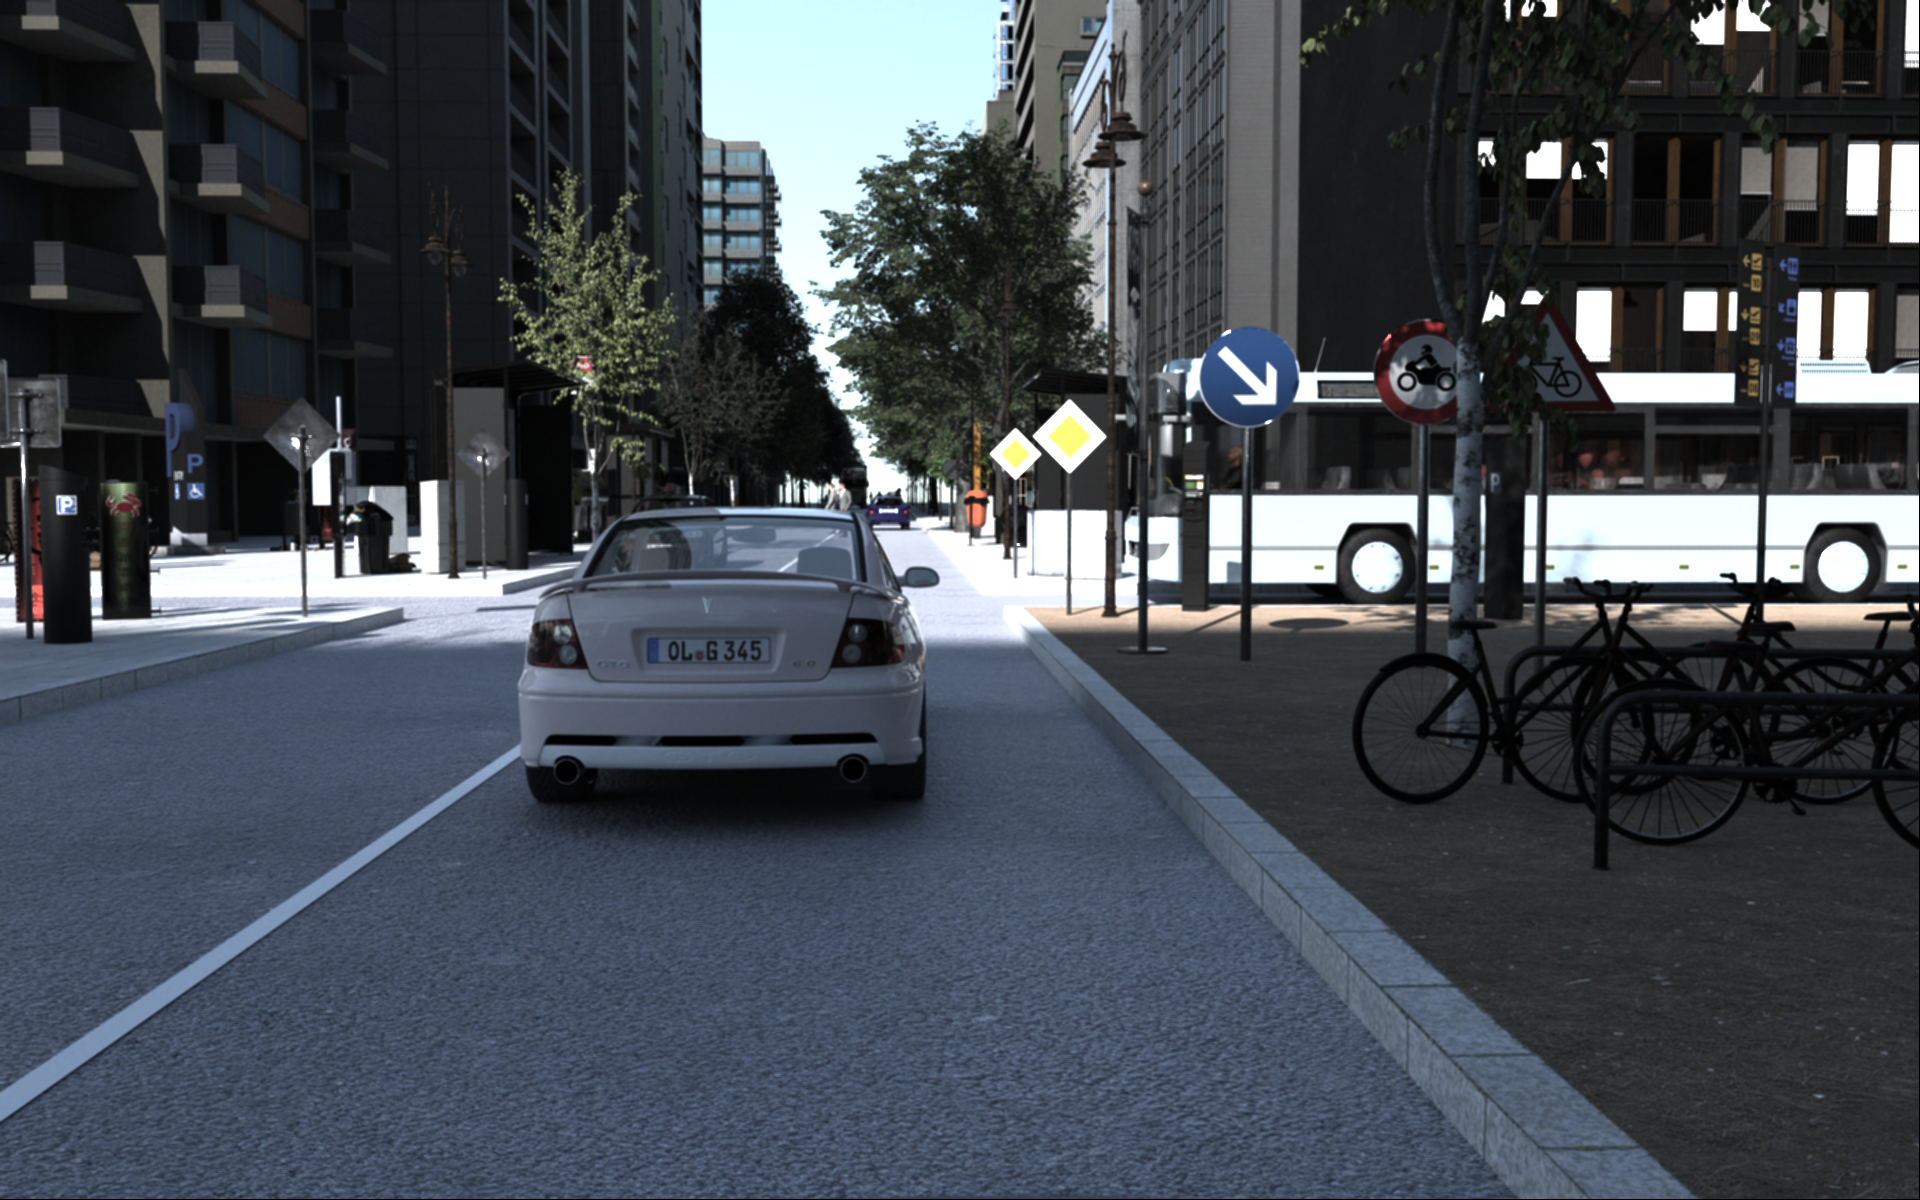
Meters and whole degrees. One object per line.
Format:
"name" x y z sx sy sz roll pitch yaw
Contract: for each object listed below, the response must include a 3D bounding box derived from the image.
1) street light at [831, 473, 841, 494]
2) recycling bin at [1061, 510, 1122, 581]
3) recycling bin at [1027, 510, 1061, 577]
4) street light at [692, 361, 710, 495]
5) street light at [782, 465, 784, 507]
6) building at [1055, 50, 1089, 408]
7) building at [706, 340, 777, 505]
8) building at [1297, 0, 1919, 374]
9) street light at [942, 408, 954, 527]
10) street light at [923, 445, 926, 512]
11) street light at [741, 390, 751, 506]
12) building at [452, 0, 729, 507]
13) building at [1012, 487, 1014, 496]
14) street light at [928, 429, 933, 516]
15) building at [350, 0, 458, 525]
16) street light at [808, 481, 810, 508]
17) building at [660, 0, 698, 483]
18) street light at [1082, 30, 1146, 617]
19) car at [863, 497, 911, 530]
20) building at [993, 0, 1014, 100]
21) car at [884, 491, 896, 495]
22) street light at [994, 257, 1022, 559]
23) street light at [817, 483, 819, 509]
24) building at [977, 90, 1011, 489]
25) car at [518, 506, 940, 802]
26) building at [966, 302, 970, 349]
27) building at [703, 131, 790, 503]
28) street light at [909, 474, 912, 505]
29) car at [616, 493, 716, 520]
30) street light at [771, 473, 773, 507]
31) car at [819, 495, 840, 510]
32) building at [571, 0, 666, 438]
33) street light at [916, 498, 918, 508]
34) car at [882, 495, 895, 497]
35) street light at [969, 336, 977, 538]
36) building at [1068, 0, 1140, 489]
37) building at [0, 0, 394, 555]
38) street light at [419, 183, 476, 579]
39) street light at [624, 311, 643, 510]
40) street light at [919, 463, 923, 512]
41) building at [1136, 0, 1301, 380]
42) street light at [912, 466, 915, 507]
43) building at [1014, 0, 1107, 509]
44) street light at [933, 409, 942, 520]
"street light" -14.524 -14.053 202.547 0.468 5.910 1.993 0 4 -2
"recycling bin" 2.008 -0.826 26.064 0.722 1.027 0.722 1 4 21
"recycling bin" 1.532 -0.903 27.325 0.722 1.027 0.722 -2 4 -28
"street light" -9.008 -5.349 60.244 0.468 5.910 1.993 0 4 -2
"street light" -10.507 -7.943 102.653 0.468 5.910 1.993 0 4 -2
"building" 13.198 -21.117 116.970 14.160 30.474 14.107 0 4 -2
"building" -36.513 -22.089 206.200 27.650 21.520 28.899 0 4 -2
"building" 17.137 -12.866 40.043 15.834 23.373 12.332 0 4 -2
"street light" -0.333 -5.795 67.544 0.468 5.910 1.993 0 4 -2
"street light" -1.934 -8.357 109.420 0.468 5.910 1.993 0 4 -2
"street light" -9.578 -6.387 77.218 0.468 5.910 1.993 0 4 -2
"building" -31.008 -43.599 151.090 20.563 71.187 20.611 0 4 -2
"building" 20.518 -28.501 157.878 32.217 40.220 23.993 0 4 -2
"street light" -1.540 -7.842 101.012 0.468 5.910 1.993 0 4 -2
"building" -26.918 -39.218 79.467 20.563 71.187 20.611 0 4 -2
"street light" -11.873 -9.991 136.140 0.468 5.910 1.993 0 4 -2
"building" -34.094 -32.921 127.499 28.713 52.752 27.495 0 4 -2
"street light" 1.569 -2.761 17.925 0.468 5.910 1.993 0 4 -2
"car" -2.939 -3.502 69.843 1.945 1.354 3.894 0 4 -4
"building" 13.221 -56.112 230.094 22.319 86.520 31.000 0 4 -2
"car" -9.611 -14.517 246.022 2.281 1.827 5.304 0 4 -3
"street light" 0.936 -3.746 34.029 0.468 5.910 1.993 0 4 -2
"street light" -12.531 -11.006 152.737 0.468 5.910 1.993 0 4 -2
"building" 13.208 -35.545 204.854 21.300 48.544 21.600 0 4 -2
"car" -1.136 0.177 9.474 2.083 1.381 4.827 0 4 -2
"building" 7.429 -29.505 254.109 14.160 30.474 14.107 0 4 -2
"building" -35.619 -37.661 235.369 23.786 49.044 30.456 0 4 -2
"street light" -4.725 -12.514 177.399 0.468 5.910 1.993 0 4 -2
"car" -5.469 -1.423 33.057 2.009 1.686 4.222 0 4 -1
"street light" -10.189 -7.403 93.819 0.468 5.910 1.993 0 4 -2
"car" -8.939 -6.772 122.729 2.014 1.417 4.499 0 4 -1
"building" -26.311 -25.920 107.387 14.154 41.232 14.086 0 4 -2
"street light" -3.290 -10.435 143.392 0.468 5.910 1.993 0 4 -2
"car" -5.640 -7.701 138.499 1.945 1.354 3.894 0 4 -3
"street light" 0.364 -4.771 50.798 0.468 5.910 1.993 0 4 -2
"building" 12.740 -16.744 91.779 12.078 24.808 19.932 0 4 -2
"building" -29.185 -24.028 47.482 22.147 44.769 28.867 0 4 -2
"street light" -7.695 -3.264 26.147 0.468 5.910 1.993 0 4 -2
"street light" -8.237 -4.334 43.651 0.468 5.910 1.993 0 4 -2
"street light" -2.673 -9.419 126.793 0.468 5.910 1.993 0 4 -2
"building" 15.707 -16.902 69.854 14.314 27.812 24.014 0 4 -2
"street light" -3.976 -11.453 160.044 0.468 5.910 1.993 0 4 -2
"building" 15.566 -31.251 134.660 21.300 48.544 21.600 0 4 -2
"street light" -0.956 -6.827 84.411 0.468 5.910 1.993 0 4 -2
